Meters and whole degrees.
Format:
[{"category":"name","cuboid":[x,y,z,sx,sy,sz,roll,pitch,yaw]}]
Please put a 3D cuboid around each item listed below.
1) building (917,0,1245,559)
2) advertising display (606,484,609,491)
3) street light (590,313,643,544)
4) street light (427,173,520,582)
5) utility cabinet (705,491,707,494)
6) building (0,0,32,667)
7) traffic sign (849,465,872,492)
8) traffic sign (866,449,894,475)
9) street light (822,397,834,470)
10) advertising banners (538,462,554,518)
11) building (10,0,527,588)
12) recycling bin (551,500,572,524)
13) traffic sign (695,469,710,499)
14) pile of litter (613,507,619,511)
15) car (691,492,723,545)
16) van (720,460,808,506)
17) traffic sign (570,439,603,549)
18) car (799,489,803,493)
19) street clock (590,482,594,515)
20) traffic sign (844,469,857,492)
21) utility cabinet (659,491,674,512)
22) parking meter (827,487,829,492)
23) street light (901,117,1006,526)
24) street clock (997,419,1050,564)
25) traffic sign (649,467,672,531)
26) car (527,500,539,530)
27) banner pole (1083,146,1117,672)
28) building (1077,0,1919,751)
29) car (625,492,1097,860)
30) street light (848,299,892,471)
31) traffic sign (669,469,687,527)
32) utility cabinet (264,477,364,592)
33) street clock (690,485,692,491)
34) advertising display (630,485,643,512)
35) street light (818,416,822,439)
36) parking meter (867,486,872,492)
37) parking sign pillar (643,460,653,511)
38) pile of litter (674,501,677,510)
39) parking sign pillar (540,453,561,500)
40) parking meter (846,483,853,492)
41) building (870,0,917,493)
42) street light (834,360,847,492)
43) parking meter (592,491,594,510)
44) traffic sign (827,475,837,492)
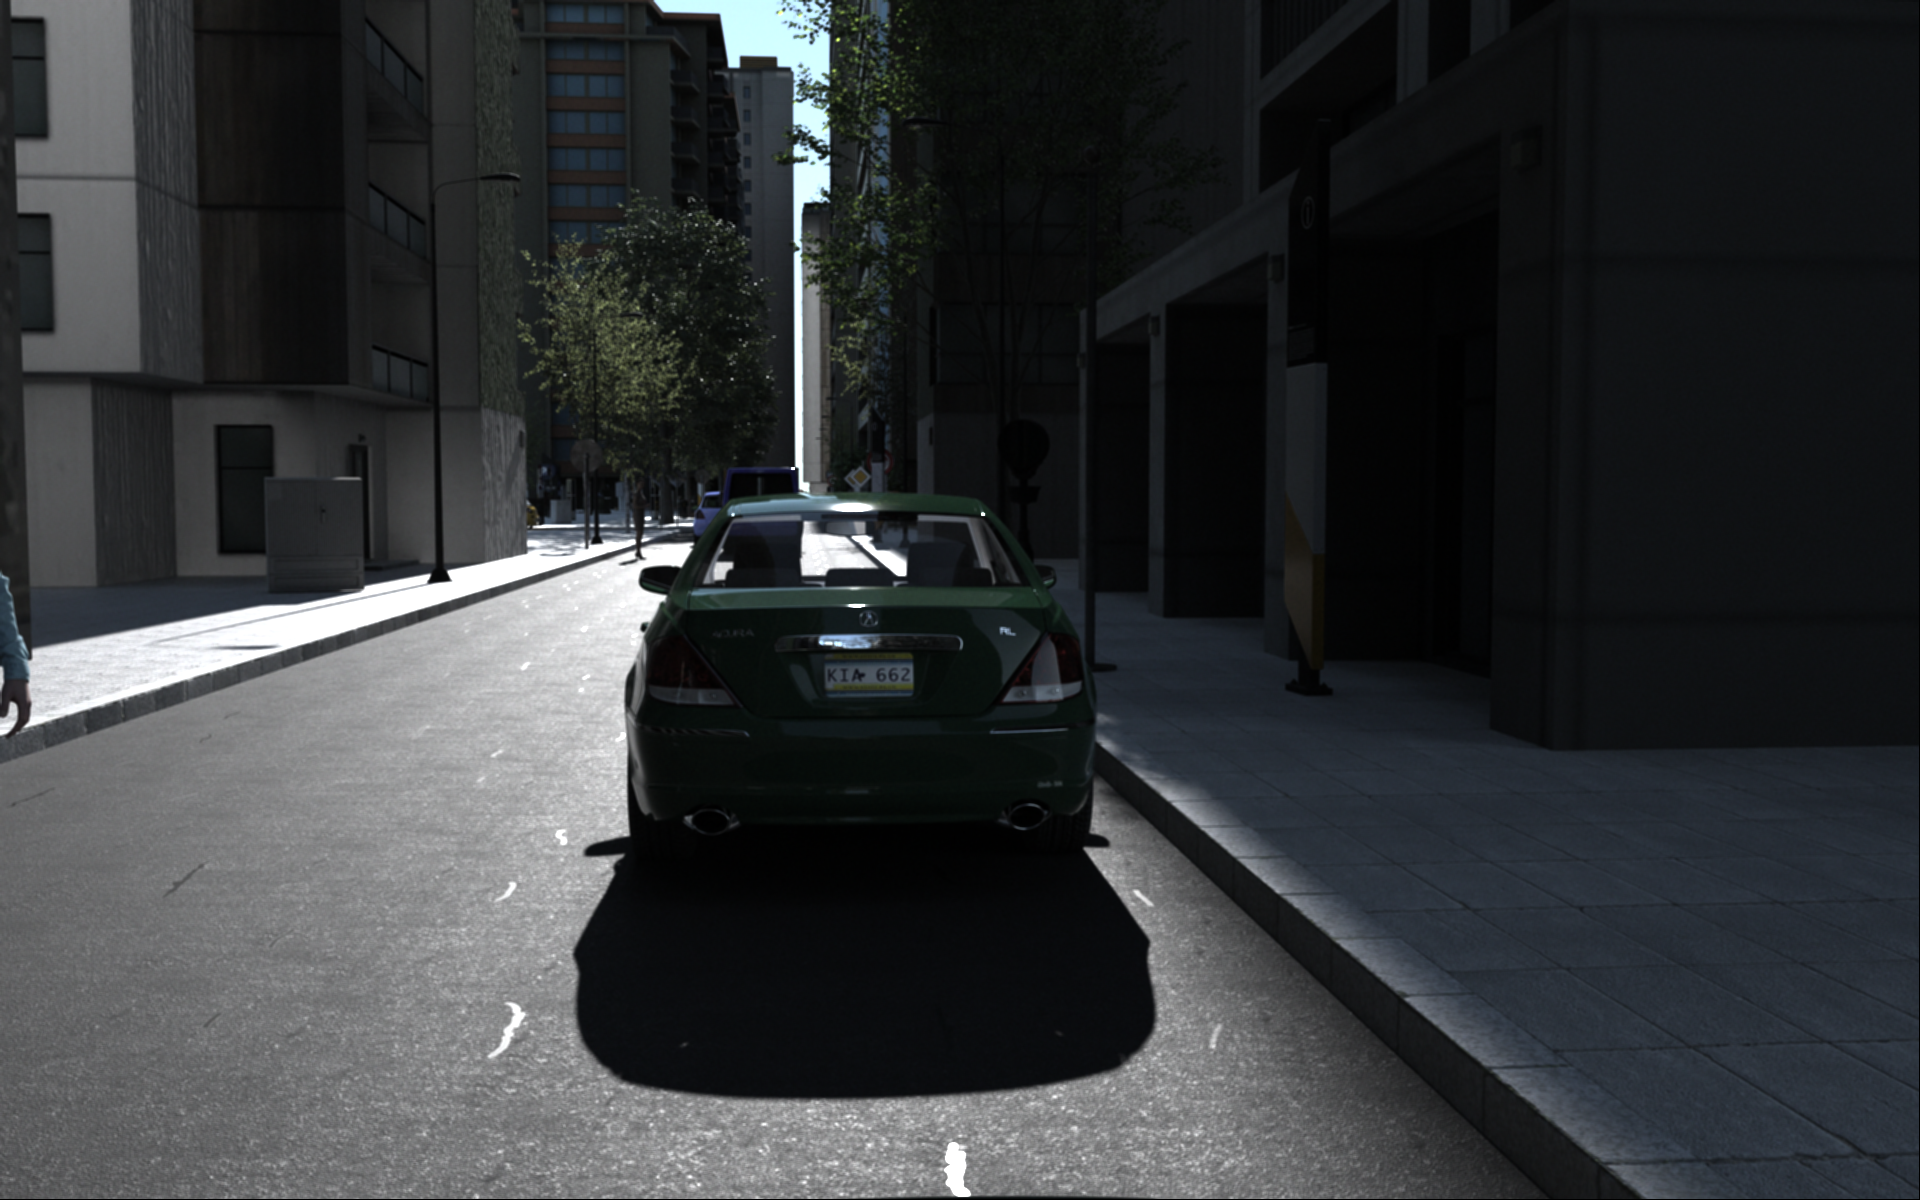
[{"category":"building","cuboid":[5.846,-16.442,40.526,14.160,30.474,14.107,0,4,-5]},{"category":"advertising display","cuboid":[-23.188,-6.649,113.930,0.123,1.923,0.974,0,4,-8]},{"category":"street light","cuboid":[-8.802,-4.396,44.424,1.470,5.913,1.316,0,4,-5]},{"category":"street light","cuboid":[-7.068,-3.220,25.194,1.470,5.913,1.316,0,4,-5]},{"category":"utility cabinet","cuboid":[-18.304,-7.049,123.935,0.318,1.500,1.173,-1,4,-13]},{"category":"building","cuboid":[-16.825,-23.047,0.516,21.300,48.544,21.600,0,4,-5]},{"category":"traffic sign","cuboid":[-3.500,-3.505,60.941,0.795,2.450,0.064,0,4,-5]},{"category":"traffic sign","cuboid":[-2.216,-2.936,48.110,0.768,2.556,0.104,0,4,-1]},{"category":"street light","cuboid":[-5.742,-6.777,83.353,1.470,5.913,1.316,0,4,-5]},{"category":"advertising banners","cuboid":[-24.988,-6.625,104.508,0.090,3.025,2.074,1,4,12]},{"category":"building","cuboid":[-15.587,-21.079,28.237,14.154,41.232,14.086,0,4,-5]},{"category":"recycling bin","cuboid":[-17.293,-3.824,75.077,0.722,1.027,0.722,-2,4,-31]},{"category":"traffic sign","cuboid":[-13.034,-5.353,87.627,0.768,2.556,0.104,0,4,0]},{"category":"pile of litter","cuboid":[-26.527,-7.410,135.119,1.176,0.858,1.719,2,4,34]},{"category":"car","cuboid":[-6.680,-2.428,49.290,1.945,1.707,3.694,0,4,-6]},{"category":"van","cuboid":[-4.858,-2.345,42.733,2.240,2.365,5.245,0,4,-6]},{"category":"traffic sign","cuboid":[-8.664,-2.449,40.149,0.768,2.556,0.104,0,4,3]},{"category":"car","cuboid":[-12.921,-7.718,134.864,2.281,1.827,5.304,0,4,-6]},{"category":"street clock","cuboid":[-22.458,-6.166,105.391,0.358,2.002,0.471,0,4,-7]},{"category":"traffic sign","cuboid":[-4.234,-3.991,68.893,0.795,2.450,0.064,0,4,-5]},{"category":"utility cabinet","cuboid":[-18.980,-6.294,111.579,0.318,1.500,1.173,3,5,39]},{"category":"parking meter","cuboid":[-10.171,-7.867,134.333,0.255,1.863,0.399,-1,4,-9]},{"category":"street light","cuboid":[-0.022,-2.997,21.537,1.470,5.913,1.316,0,4,-5]},{"category":"street clock","cuboid":[0.618,-0.753,16.878,0.471,2.002,0.358,1,4,16]},{"category":"traffic sign","cuboid":[-10.417,-3.467,60.326,0.795,2.450,0.064,0,4,-5]},{"category":"car","cuboid":[-17.870,-3.350,65.003,3.980,1.641,2.015,0,4,-4]},{"category":"banner pole","cuboid":[0.976,-1.393,12.787,0.401,3.779,0.863,0,4,7]},{"category":"building","cuboid":[12.705,-35.086,11.916,20.563,71.187,20.611,0,4,-5]},{"category":"car","cuboid":[-0.512,0.215,8.279,2.131,1.459,4.920,0,4,-5]},{"category":"street light","cuboid":[-1.841,-4.190,41.054,1.470,5.913,1.316,0,4,-5]},{"category":"traffic sign","cuboid":[-11.151,-3.953,68.277,0.795,2.450,0.064,0,4,-5]},{"category":"utility cabinet","cuboid":[-8.437,-0.854,22.648,1.173,1.500,0.318,-2,4,-27]},{"category":"street clock","cuboid":[-21.156,-7.980,135.042,0.471,2.002,0.358,-2,4,-28]},{"category":"advertising display","cuboid":[-23.636,-7.431,126.714,0.974,1.923,0.123,1,4,14]},{"category":"street light","cuboid":[-7.550,-7.970,102.844,1.470,5.913,1.316,0,4,-5]},{"category":"parking meter","cuboid":[-2.743,-2.816,54.460,0.372,1.533,0.369,0,3,0]},{"category":"parking sign pillar","cuboid":[-24.013,-8.903,134.035,1.447,3.967,1.447,1,4,16]},{"category":"pile of litter","cuboid":[-22.804,-7.719,140.162,1.719,0.858,1.176,0,4,4]},{"category":"parking sign pillar","cuboid":[-26.511,-7.561,112.096,1.447,3.967,1.447,1,4,17]},{"category":"parking meter","cuboid":[-5.031,-4.499,79.265,0.399,1.863,0.255,0,4,-1]},{"category":"building","cuboid":[2.339,-27.131,93.699,14.600,45.320,14.200,0,4,-5]},{"category":"street light","cuboid":[-3.550,-5.367,60.286,1.470,5.913,1.316,0,4,-5]},{"category":"parking meter","cuboid":[-26.572,-7.120,124.827,0.372,1.533,0.369,0,3,0]},{"category":"traffic sign","cuboid":[-8.596,-7.164,117.233,0.768,2.556,0.104,0,4,2]}]
